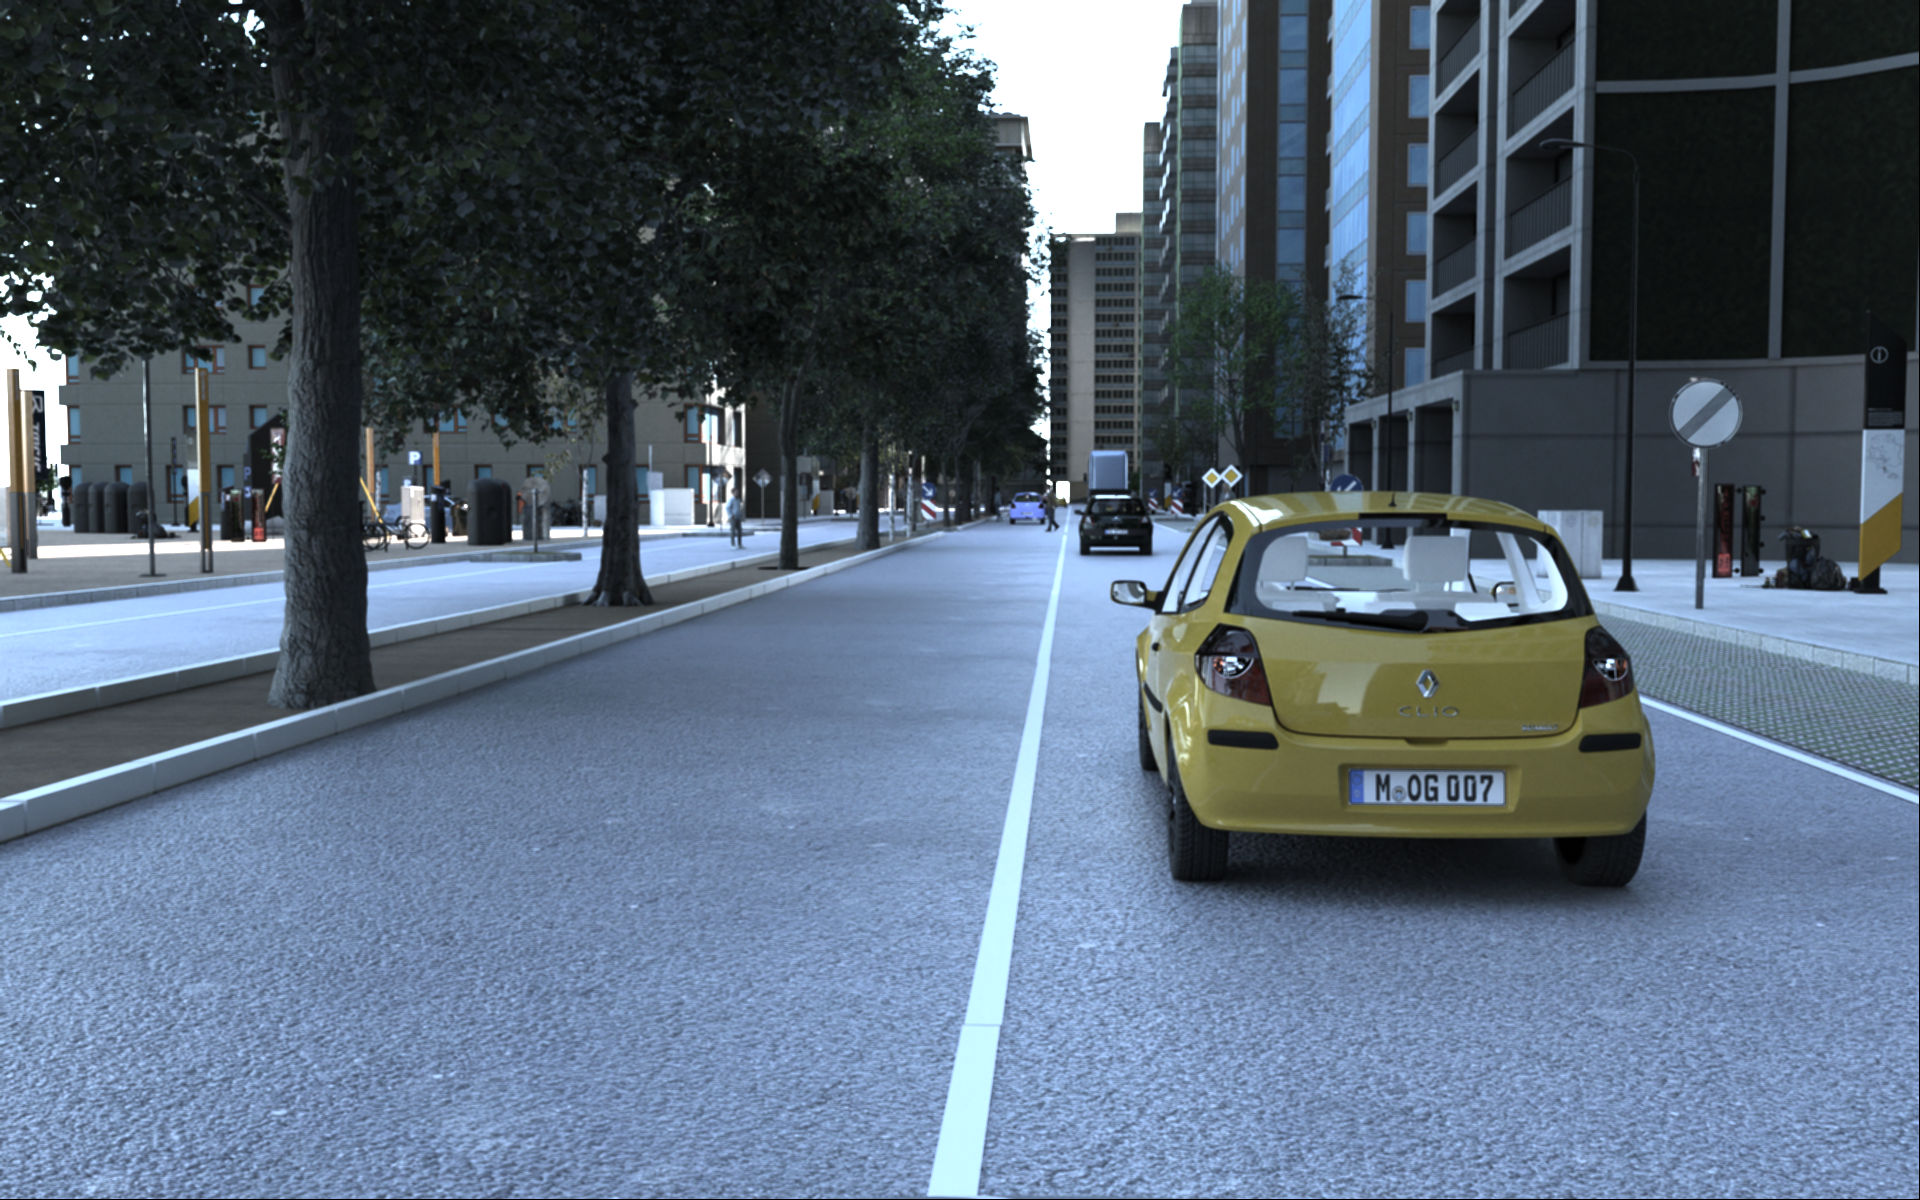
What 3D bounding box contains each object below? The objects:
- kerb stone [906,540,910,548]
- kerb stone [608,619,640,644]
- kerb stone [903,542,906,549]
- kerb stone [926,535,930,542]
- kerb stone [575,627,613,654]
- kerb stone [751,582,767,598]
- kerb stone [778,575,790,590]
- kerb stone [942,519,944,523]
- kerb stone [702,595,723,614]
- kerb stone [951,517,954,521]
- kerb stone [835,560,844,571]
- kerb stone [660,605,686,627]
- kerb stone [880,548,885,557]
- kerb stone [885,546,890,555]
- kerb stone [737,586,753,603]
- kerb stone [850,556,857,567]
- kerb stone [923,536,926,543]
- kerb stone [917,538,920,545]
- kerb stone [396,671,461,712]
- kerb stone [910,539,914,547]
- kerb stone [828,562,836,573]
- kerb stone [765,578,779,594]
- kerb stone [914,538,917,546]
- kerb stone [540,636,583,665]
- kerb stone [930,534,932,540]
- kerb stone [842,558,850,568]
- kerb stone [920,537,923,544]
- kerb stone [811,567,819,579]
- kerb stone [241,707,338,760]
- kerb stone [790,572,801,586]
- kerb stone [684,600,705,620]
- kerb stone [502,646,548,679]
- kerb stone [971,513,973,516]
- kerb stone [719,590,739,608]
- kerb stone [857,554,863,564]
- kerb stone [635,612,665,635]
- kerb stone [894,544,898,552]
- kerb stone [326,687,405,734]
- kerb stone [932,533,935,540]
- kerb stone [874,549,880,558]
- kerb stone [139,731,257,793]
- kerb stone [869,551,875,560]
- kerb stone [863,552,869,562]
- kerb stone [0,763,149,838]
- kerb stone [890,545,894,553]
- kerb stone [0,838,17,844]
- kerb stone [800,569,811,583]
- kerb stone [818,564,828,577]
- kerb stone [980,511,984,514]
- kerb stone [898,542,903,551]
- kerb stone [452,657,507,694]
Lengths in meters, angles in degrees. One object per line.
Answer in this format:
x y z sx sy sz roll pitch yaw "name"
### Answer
-1.496 -1.433 45.624 0.120 0.150 1.000 0 4 4 "kerb stone"
-3.346 0.322 16.980 0.120 0.150 1.000 0 4 4 "kerb stone"
-1.553 -1.366 44.603 0.120 0.150 1.000 0 4 4 "kerb stone"
-1.088 -1.809 51.778 0.120 0.150 1.000 0 4 4 "kerb stone"
-3.411 0.382 15.953 0.120 0.150 1.000 0 4 4 "kerb stone"
-2.880 -0.120 24.152 0.120 0.150 1.000 0 4 4 "kerb stone"
-2.752 -0.245 26.195 0.120 0.150 1.000 0 4 4 "kerb stone"
-1.027 -3.854 85.211 0.120 0.150 1.000 0 4 4 "kerb stone"
-3.079 0.069 21.072 0.120 0.150 1.000 0 4 4 "kerb stone"
-0.362 -4.476 95.480 0.120 0.150 1.000 0 4 4 "kerb stone"
-2.346 -0.620 32.328 0.120 0.150 1.000 0 4 4 "kerb stone"
-3.210 0.193 19.033 0.120 0.150 1.000 0 4 4 "kerb stone"
-1.891 -1.055 39.496 0.120 0.150 1.000 0 4 4 "kerb stone"
-1.815 -1.121 40.519 0.120 0.150 1.000 0 4 4 "kerb stone"
-2.951 -0.057 23.122 0.120 0.150 1.000 0 4 4 "kerb stone"
-2.218 -0.744 34.375 0.120 0.150 1.000 0 4 4 "kerb stone"
-1.161 -1.746 50.745 0.120 0.150 1.000 0 4 4 "kerb stone"
-1.293 -1.620 48.690 0.120 0.150 1.000 0 4 4 "kerb stone"
-3.677 0.632 11.869 0.120 0.150 1.000 0 4 4 "kerb stone"
-1.424 -1.493 46.643 0.120 0.150 1.000 0 4 4 "kerb stone"
-2.411 -0.557 31.304 0.120 0.150 1.000 0 4 4 "kerb stone"
-2.811 -0.182 25.175 0.120 0.150 1.000 0 4 4 "kerb stone"
-1.358 -1.558 47.663 0.120 0.150 1.000 0 4 4 "kerb stone"
-3.476 0.444 14.933 0.120 0.150 1.000 0 4 4 "kerb stone"
-1.022 -1.871 52.798 0.120 0.150 1.000 0 4 4 "kerb stone"
-2.288 -0.682 33.349 0.120 0.150 1.000 0 4 4 "kerb stone"
-1.226 -1.681 49.716 0.120 0.150 1.000 0 4 4 "kerb stone"
-2.550 -0.432 29.260 0.120 0.150 1.000 0 4 4 "kerb stone"
-3.812 0.757 9.821 0.120 0.150 1.000 0 4 4 "kerb stone"
-2.674 -0.307 27.220 0.120 0.150 1.000 0 4 4 "kerb stone"
-3.151 0.131 20.053 0.120 0.150 1.000 0 4 4 "kerb stone"
-3.541 0.507 13.913 0.120 0.150 1.000 0 4 4 "kerb stone"
0.971 -5.731 115.927 0.120 0.150 1.000 0 4 4 "kerb stone"
-3.015 0.006 22.102 0.120 0.150 1.000 0 4 4 "kerb stone"
-2.148 -0.800 35.401 0.120 0.150 1.000 0 4 4 "kerb stone"
-3.277 0.256 18.013 0.120 0.150 1.000 0 4 4 "kerb stone"
-1.684 -1.246 42.563 0.120 0.150 1.000 0 4 4 "kerb stone"
-3.745 0.694 10.841 0.120 0.150 1.000 0 4 4 "kerb stone"
-0.954 -1.931 53.817 0.120 0.150 1.000 0 4 4 "kerb stone"
-1.954 -0.996 38.474 0.120 0.150 1.000 0 4 4 "kerb stone"
-3.881 0.819 8.798 0.120 0.150 1.000 0 4 4 "kerb stone"
-2.013 -0.931 37.447 0.120 0.150 1.000 0 4 4 "kerb stone"
-2.085 -0.866 36.426 0.120 0.150 1.000 0 4 4 "kerb stone"
-3.944 0.882 7.774 0.120 0.150 1.000 0 4 4 "kerb stone"
-1.759 -1.178 41.543 0.120 0.150 1.000 0 4 4 "kerb stone"
-4.010 0.954 6.755 0.120 0.150 1.000 0 4 4 "kerb stone"
-2.611 -0.370 28.240 0.120 0.150 1.000 0 4 4 "kerb stone"
-2.489 -0.494 30.280 0.120 0.150 1.000 0 4 4 "kerb stone"
1.764 -6.484 128.208 0.120 0.150 1.000 0 4 4 "kerb stone"
-1.613 -1.308 43.583 0.120 0.150 1.000 0 4 4 "kerb stone"
-3.611 0.569 12.893 0.120 0.150 1.000 0 4 4 "kerb stone"
